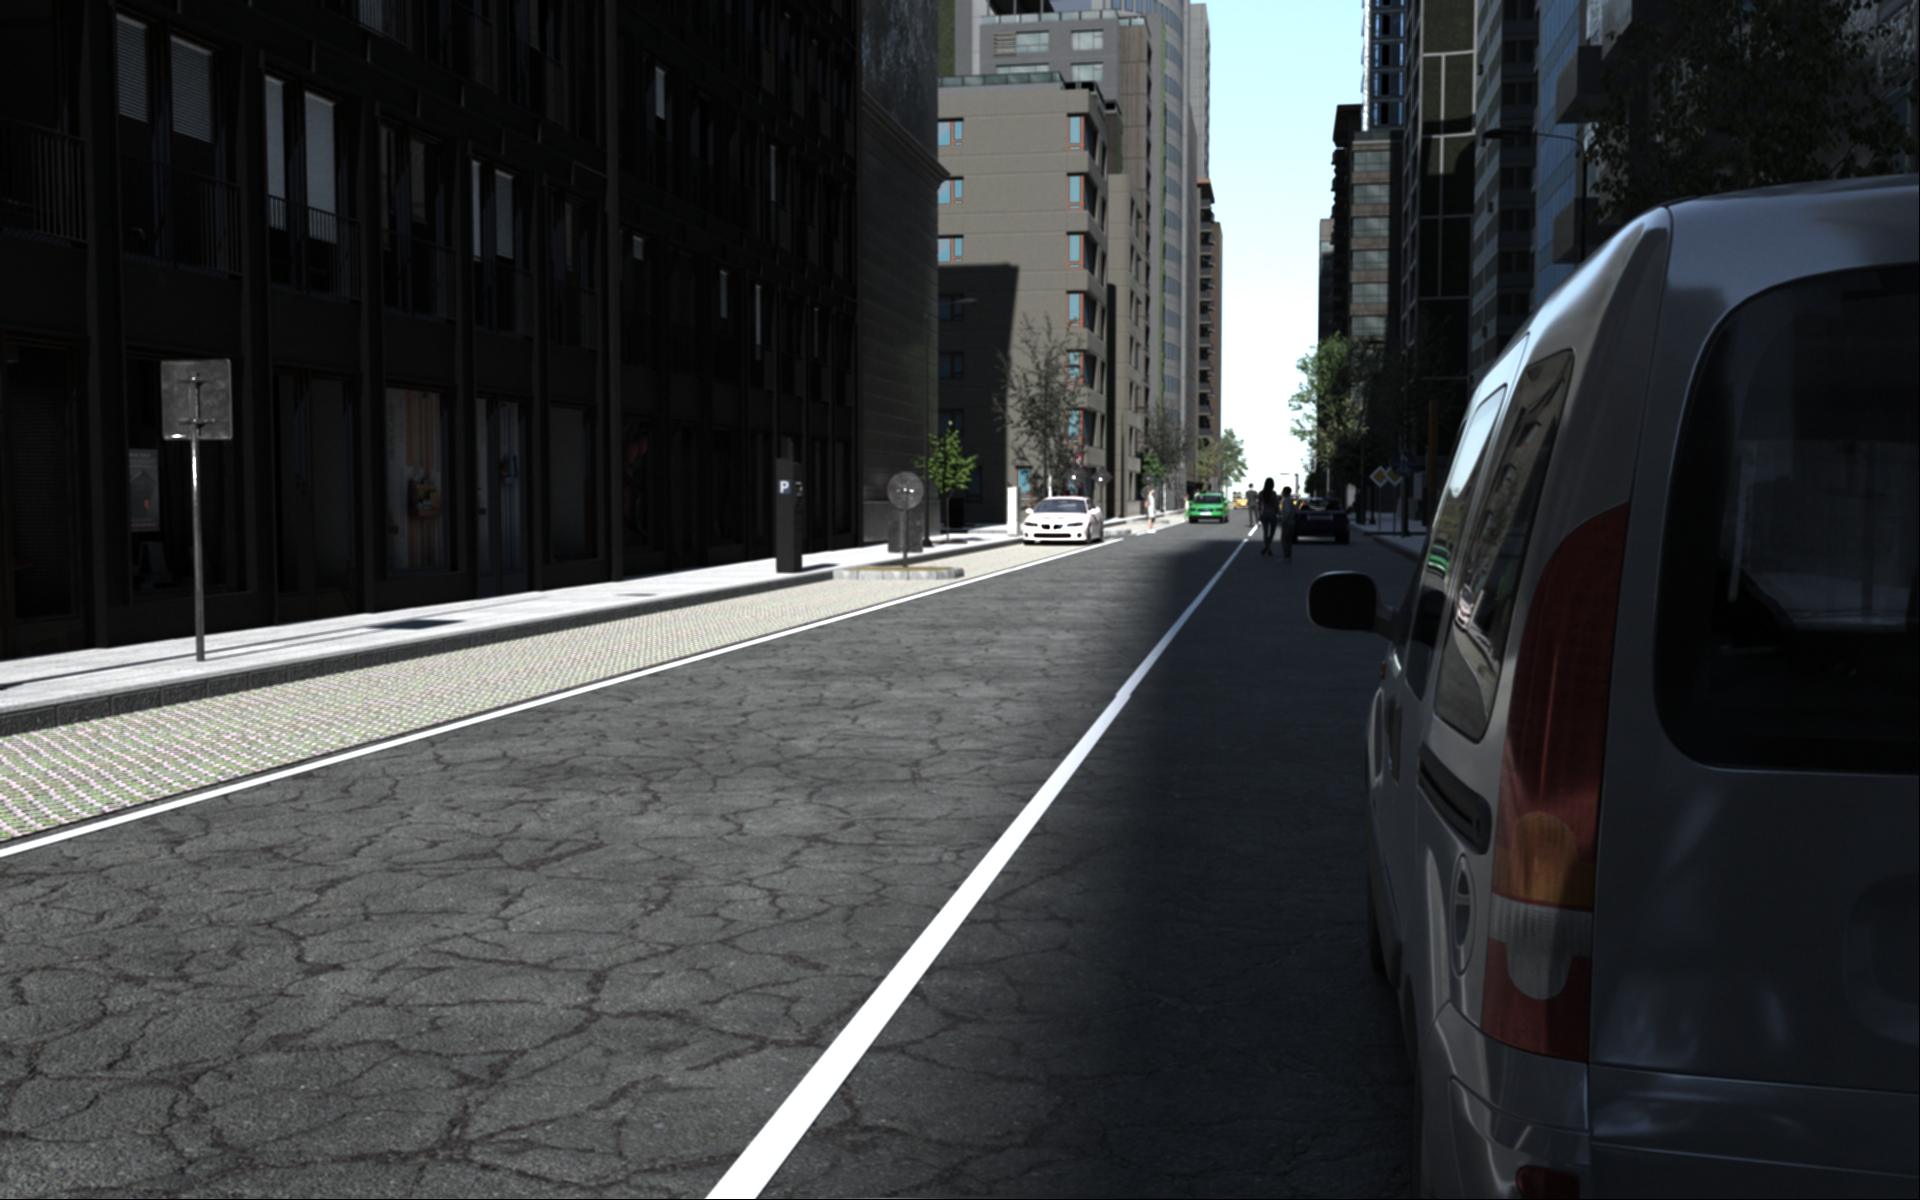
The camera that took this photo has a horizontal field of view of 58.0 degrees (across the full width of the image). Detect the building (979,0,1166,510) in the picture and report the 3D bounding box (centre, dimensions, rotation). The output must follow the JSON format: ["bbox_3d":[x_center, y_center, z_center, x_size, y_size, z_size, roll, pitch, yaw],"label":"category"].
[{"bbox_3d":[9.502,-28.180,144.329,14.154,41.232,14.086,1,4,10],"label":"building"}]

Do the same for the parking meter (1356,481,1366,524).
[{"bbox_3d":[17.338,-4.233,74.925,0.255,1.863,0.399,-2,4,-31],"label":"parking meter"}]

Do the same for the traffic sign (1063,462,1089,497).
[{"bbox_3d":[3.625,-3.092,54.197,0.795,2.450,0.064,1,4,10],"label":"traffic sign"}]

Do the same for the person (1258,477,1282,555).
[{"bbox_3d":[7.242,-1.955,40.473,0.555,1.821,0.388,1,4,16],"label":"person"}]

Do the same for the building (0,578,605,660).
[{"bbox_3d":[-12.438,-11.524,18.095,12.332,23.373,15.834,1,4,10],"label":"building"}]

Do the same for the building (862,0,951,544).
[{"bbox_3d":[-13.552,-15.442,49.745,25.104,27.353,12.463,1,4,10],"label":"building"}]

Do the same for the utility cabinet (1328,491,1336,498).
[{"bbox_3d":[28.133,-7.476,130.911,0.318,1.500,1.173,2,4,31],"label":"utility cabinet"}]

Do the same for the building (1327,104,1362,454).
[{"bbox_3d":[52.142,-32.803,190.953,22.147,44.769,28.867,1,4,10],"label":"building"}]

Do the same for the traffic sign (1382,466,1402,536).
[{"bbox_3d":[13.153,-2.983,52.412,0.795,2.450,0.064,1,4,10],"label":"traffic sign"}]

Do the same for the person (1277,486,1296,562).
[{"bbox_3d":[6.928,-1.614,36.692,0.330,1.601,0.589,2,4,34],"label":"person"}]

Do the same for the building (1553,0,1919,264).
[{"bbox_3d":[24.386,-25.268,32.742,23.786,49.044,30.456,1,4,10],"label":"building"}]

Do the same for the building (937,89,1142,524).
[{"bbox_3d":[-5.483,-15.034,90.852,27.650,21.520,28.899,1,4,10],"label":"building"}]

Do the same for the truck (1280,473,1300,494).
[{"bbox_3d":[45.834,-15.419,241.017,2.839,4.237,11.283,1,4,12],"label":"truck"}]

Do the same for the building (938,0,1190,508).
[{"bbox_3d":[10.490,-38.109,165.089,21.231,58.520,28.212,1,4,10],"label":"building"}]

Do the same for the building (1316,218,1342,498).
[{"bbox_3d":[60.153,-35.065,256.901,14.154,41.232,14.086,1,4,10],"label":"building"}]

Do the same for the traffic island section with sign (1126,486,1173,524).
[{"bbox_3d":[9.134,-4.612,84.039,1.989,1.847,2.006,1,4,10],"label":"traffic island section with sign"}]

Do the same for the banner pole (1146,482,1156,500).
[{"bbox_3d":[13.555,-8.156,123.365,0.863,3.779,0.401,0,3,0],"label":"banner pole"}]

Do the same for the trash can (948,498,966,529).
[{"bbox_3d":[-0.149,-3.234,64.537,0.748,1.137,0.748,0,3,0],"label":"trash can"}]

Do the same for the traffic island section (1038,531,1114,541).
[{"bbox_3d":[3.600,-1.956,54.263,2.009,0.180,2.903,1,4,10],"label":"traffic island section"}]

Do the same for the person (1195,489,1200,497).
[{"bbox_3d":[14.836,-6.023,107.538,0.480,1.755,0.524,1,4,18],"label":"person"}]

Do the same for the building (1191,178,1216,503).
[{"bbox_3d":[23.226,-35.550,235.874,22.147,44.769,28.867,1,4,10],"label":"building"}]

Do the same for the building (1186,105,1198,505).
[{"bbox_3d":[19.999,-33.645,200.202,14.600,45.320,14.200,1,4,10],"label":"building"}]

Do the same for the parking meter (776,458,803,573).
[{"bbox_3d":[-2.773,-1.373,28.168,0.399,1.863,0.255,2,4,27],"label":"parking meter"}]

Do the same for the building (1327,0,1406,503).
[{"bbox_3d":[46.171,-51.799,159.589,22.319,86.520,31.000,1,4,10],"label":"building"}]

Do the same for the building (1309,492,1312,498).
[{"bbox_3d":[72.250,-35.692,275.437,32.217,40.220,23.993,1,4,10],"label":"building"}]

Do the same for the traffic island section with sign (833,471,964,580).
[{"bbox_3d":[-0.991,-1.284,29.620,1.989,1.847,2.006,1,4,10],"label":"traffic island section with sign"}]

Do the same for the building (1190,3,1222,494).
[{"bbox_3d":[28.967,-50.233,259.553,20.563,71.187,20.611,1,4,10],"label":"building"}]

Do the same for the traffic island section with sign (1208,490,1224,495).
[{"bbox_3d":[23.245,-9.252,159.898,1.989,1.847,2.006,1,4,10],"label":"traffic island section with sign"}]

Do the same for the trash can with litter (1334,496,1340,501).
[{"bbox_3d":[28.032,-7.129,127.942,1.055,1.170,0.624,2,4,28],"label":"trash can with litter"}]

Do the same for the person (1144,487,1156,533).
[{"bbox_3d":[7.092,-3.350,64.282,0.522,1.701,0.512,-1,4,-10],"label":"person"}]

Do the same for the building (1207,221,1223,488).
[{"bbox_3d":[34.670,-38.339,276.955,14.600,45.320,14.200,1,4,10],"label":"building"}]

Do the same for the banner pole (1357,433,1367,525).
[{"bbox_3d":[16.704,-5.007,71.879,0.401,3.779,0.863,1,4,9],"label":"banner pole"}]

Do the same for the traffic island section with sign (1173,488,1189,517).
[{"bbox_3d":[14.103,-6.247,110.770,1.989,1.847,2.006,1,4,10],"label":"traffic island section with sign"}]

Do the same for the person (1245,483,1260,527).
[{"bbox_3d":[12.723,-4.122,75.254,0.648,1.900,0.474,1,4,12],"label":"person"}]

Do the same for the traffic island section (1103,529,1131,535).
[{"bbox_3d":[5.060,-2.436,62.115,2.009,0.180,2.903,1,4,10],"label":"traffic island section"}]

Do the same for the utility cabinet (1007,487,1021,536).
[{"bbox_3d":[1.649,-2.720,53.155,0.318,1.500,1.173,0,4,8],"label":"utility cabinet"}]

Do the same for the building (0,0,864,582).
[{"bbox_3d":[-9.802,-12.509,34.208,12.332,23.373,15.834,1,4,10],"label":"building"}]

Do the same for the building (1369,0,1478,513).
[{"bbox_3d":[39.684,-41.663,119.441,20.563,71.187,20.611,1,4,10],"label":"building"}]

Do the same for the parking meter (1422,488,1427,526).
[{"bbox_3d":[18.736,-3.735,69.477,0.372,1.533,0.369,0,3,0],"label":"parking meter"}]

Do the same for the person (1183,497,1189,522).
[{"bbox_3d":[11.862,-4.743,90.297,0.590,1.304,0.306,-1,4,-14],"label":"person"}]

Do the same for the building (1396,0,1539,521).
[{"bbox_3d":[39.135,-24.136,86.512,32.217,40.220,23.993,1,4,10],"label":"building"}]

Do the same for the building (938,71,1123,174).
[{"bbox_3d":[3.817,-21.469,122.723,14.160,30.474,14.107,1,4,10],"label":"building"}]

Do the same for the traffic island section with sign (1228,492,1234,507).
[{"bbox_3d":[28.223,-10.889,186.666,1.989,1.847,2.006,1,4,10],"label":"traffic island section with sign"}]

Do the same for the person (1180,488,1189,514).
[{"bbox_3d":[15.345,-6.732,118.532,0.822,1.834,0.622,0,4,0],"label":"person"}]

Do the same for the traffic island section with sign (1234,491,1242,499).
[{"bbox_3d":[38.353,-14.224,241.181,1.989,1.847,2.006,1,4,10],"label":"traffic island section with sign"}]

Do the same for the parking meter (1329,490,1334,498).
[{"bbox_3d":[25.355,-6.719,118.274,0.372,1.533,0.369,0,3,0],"label":"parking meter"}]

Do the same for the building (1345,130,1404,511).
[{"bbox_3d":[38.417,-22.513,139.782,14.160,30.474,14.107,1,4,10],"label":"building"}]

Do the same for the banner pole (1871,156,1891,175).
[{"bbox_3d":[6.831,-1.417,13.178,0.401,3.779,0.863,0,4,1],"label":"banner pole"}]

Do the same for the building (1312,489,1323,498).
[{"bbox_3d":[65.338,-33.299,236.322,32.217,40.220,23.993,1,4,10],"label":"building"}]

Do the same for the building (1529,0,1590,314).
[{"bbox_3d":[29.824,-25.355,64.666,14.200,45.320,14.600,1,4,10],"label":"building"}]
